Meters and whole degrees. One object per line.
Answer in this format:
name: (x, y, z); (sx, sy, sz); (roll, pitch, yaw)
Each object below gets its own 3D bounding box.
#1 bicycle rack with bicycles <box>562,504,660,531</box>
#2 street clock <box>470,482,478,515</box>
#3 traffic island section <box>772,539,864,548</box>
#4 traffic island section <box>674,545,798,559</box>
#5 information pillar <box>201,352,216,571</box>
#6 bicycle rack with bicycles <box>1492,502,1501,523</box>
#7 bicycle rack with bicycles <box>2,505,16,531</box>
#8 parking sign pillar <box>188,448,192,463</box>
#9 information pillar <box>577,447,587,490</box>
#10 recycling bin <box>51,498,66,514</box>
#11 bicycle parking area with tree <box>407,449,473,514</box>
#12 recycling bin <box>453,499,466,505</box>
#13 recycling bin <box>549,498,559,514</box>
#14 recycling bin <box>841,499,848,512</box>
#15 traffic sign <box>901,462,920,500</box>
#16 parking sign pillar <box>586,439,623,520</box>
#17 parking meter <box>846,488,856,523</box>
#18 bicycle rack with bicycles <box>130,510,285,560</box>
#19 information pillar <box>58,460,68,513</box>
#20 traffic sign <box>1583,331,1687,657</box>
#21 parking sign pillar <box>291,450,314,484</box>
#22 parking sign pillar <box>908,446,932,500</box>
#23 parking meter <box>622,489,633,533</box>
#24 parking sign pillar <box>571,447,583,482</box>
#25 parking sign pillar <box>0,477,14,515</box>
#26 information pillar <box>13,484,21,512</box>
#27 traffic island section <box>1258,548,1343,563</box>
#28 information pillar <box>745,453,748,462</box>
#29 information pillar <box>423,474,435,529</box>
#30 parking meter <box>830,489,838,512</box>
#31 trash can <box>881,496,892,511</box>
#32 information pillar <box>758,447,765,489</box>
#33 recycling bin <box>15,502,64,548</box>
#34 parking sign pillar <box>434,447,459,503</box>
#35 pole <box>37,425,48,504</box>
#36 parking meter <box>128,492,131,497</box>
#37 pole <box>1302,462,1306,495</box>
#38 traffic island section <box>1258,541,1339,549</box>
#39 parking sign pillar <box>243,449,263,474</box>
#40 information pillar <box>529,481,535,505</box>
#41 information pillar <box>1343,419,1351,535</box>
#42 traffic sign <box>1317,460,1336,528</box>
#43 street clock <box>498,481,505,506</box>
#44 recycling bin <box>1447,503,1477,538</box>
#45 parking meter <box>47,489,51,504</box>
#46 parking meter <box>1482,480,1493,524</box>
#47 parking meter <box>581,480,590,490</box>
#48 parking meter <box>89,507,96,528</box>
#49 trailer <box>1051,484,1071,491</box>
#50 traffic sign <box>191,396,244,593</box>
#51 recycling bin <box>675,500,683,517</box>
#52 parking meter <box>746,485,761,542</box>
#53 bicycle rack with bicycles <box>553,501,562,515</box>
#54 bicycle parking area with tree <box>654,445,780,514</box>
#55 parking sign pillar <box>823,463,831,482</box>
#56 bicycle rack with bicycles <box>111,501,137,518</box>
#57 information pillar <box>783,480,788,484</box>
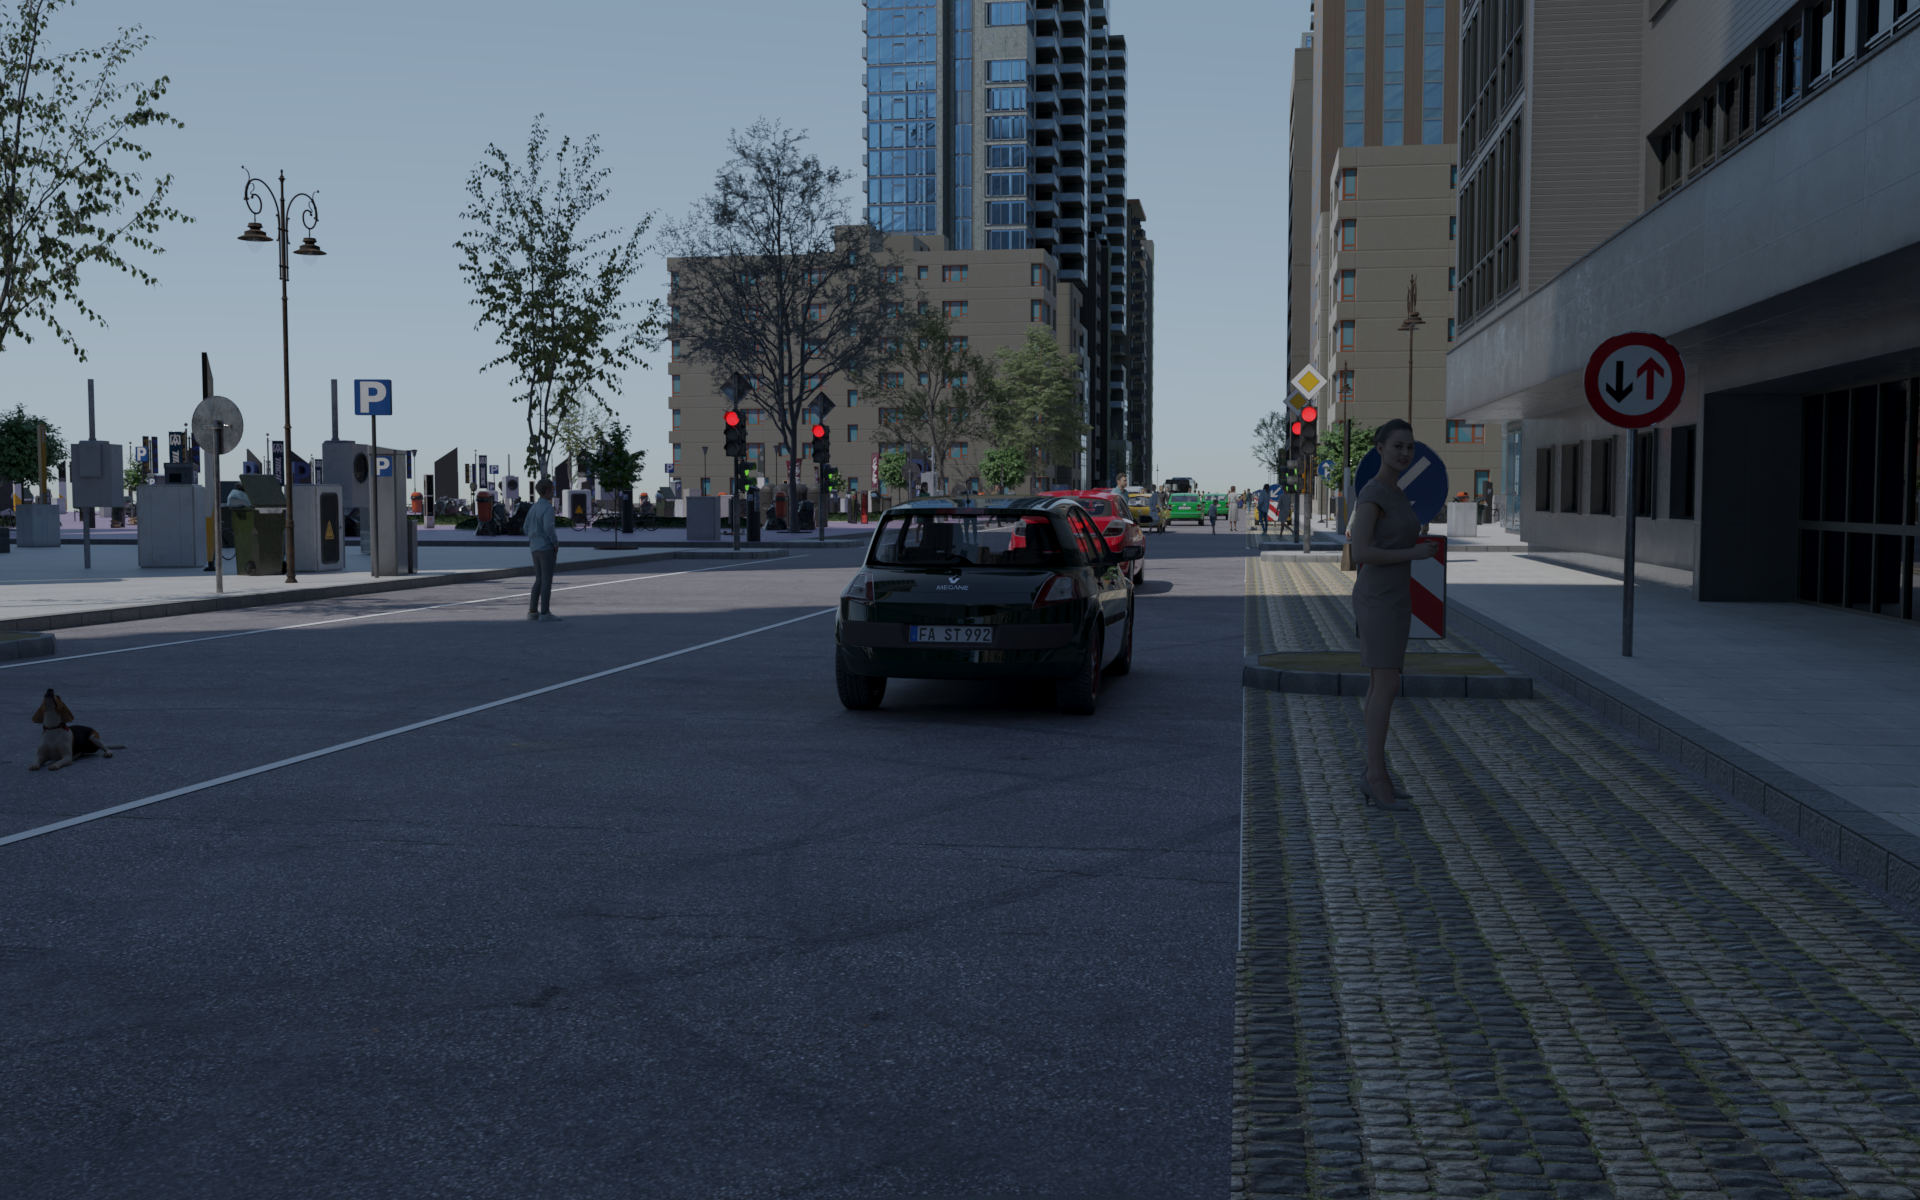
bicycle rack with bicycles: (-11.752, -2.869, 60.291); (2.925, 0.926, 2.852); (1, 4, 16)
street clock: (-30.136, -6.285, 107.334); (0.471, 2.002, 0.358); (2, 4, 32)
traffic island section: (-3.801, -1.535, 47.374); (2.009, 0.180, 2.903); (1, 4, 9)
traffic island section: (-5.106, -1.053, 39.496); (2.009, 0.180, 2.903); (1, 4, 9)
information pillar: (-12.499, -2.293, 28.853); (0.183, 3.616, 0.504); (-1, 4, -12)
bicycle rack with bicycles: (24.504, -3.848, 76.294); (2.925, 0.926, 2.852); (-2, 4, -33)
bicycle rack with bicycles: (-31.653, -2.643, 56.588); (2.852, 0.926, 2.925); (-1, 4, -11)
parking sign pillar: (-42.480, -6.503, 94.792); (1.447, 3.967, 1.447); (-3, 5, -40)
information pillar: (-18.934, -5.841, 86.850); (0.504, 3.616, 0.183); (1, 4, 16)
recycling bin: (-57.357, -5.963, 110.048); (0.722, 1.027, 0.722); (1, 4, 18)
bicycle parking area with tree: (-36.406, -7.730, 113.387); (9.016, 4.147, 8.231); (-1, 4, -23)
recycling bin: (-26.961, -4.922, 93.026); (0.722, 1.027, 0.722); (-2, 4, -29)
recycling bin: (-25.862, -5.942, 109.704); (0.722, 1.027, 0.722); (1, 4, 14)
recycling bin: (-6.271, -5.092, 95.808); (0.722, 1.027, 0.722); (-2, 4, -33)
traffic sign: (-1.967, -4.187, 68.568); (0.768, 2.556, 0.104); (1, 4, 14)
parking sign pillar: (-16.247, -5.627, 80.465); (1.447, 3.967, 1.447); (2, 4, 30)
parking meter: (-4.788, -4.163, 76.471); (0.372, 1.533, 0.369); (0, 3, 0)
bicycle rack with bicycles: (-13.595, -1.202, 33.040); (2.852, 0.926, 2.925); (0, 4, 4)
information pillar: (-60.539, -7.676, 116.860); (0.504, 3.616, 0.183); (-2, 4, -32)
traffic sign: (5.278, -0.827, 13.622); (0.768, 2.556, 0.104); (1, 4, 12)
parking sign pillar: (-39.806, -7.104, 104.618); (1.447, 3.967, 1.447); (3, 4, 38)
parking sign pillar: (-2.214, -6.582, 96.093); (1.447, 3.967, 1.447); (1, 4, 15)
parking meter: (-10.921, -2.964, 56.869); (0.372, 1.533, 0.369); (0, 3, 0)
parking sign pillar: (-21.211, -6.811, 99.830); (1.447, 3.967, 1.447); (3, 5, 41)
parking sign pillar: (-45.962, -5.778, 82.950); (1.447, 3.967, 1.447); (0, 4, 6)
information pillar: (-40.869, -5.127, 75.179); (0.183, 3.616, 0.504); (1, 4, 19)
traffic island section: (7.513, -0.925, 37.408); (2.009, 0.180, 2.903); (1, 4, 9)
information pillar: (-12.119, -6.545, 98.360); (0.183, 3.616, 0.504); (0, 4, -3)
information pillar: (-19.806, -3.677, 64.604); (0.304, 2.012, 0.304); (-2, 4, -34)
parking meter: (-6.231, -4.730, 85.750); (0.372, 1.533, 0.369); (0, 3, 0)
trash can: (-4.332, -5.535, 102.144); (0.748, 1.137, 0.748); (0, 3, 0)
information pillar: (-9.933, -5.833, 86.727); (0.504, 3.616, 0.183); (3, 5, 42)
recycling bin: (-22.331, -1.798, 41.955); (0.722, 1.027, 0.722); (2, 4, 32)
parking sign pillar: (-29.189, -6.727, 98.460); (1.447, 3.967, 1.447); (-1, 4, -13)
pole: (-27.078, -3.504, 51.136); (0.158, 3.312, 0.155); (0, 3, 0)
parking meter: (-59.026, -7.190, 123.269); (0.255, 1.863, 0.399); (-1, 4, -17)
pole: (21.721, -7.069, 109.429); (0.158, 3.312, 0.155); (0, 3, 0)
traffic island section: (8.818, -1.407, 45.286); (2.009, 0.180, 2.903); (1, 4, 9)
parking sign pillar: (-41.844, -6.975, 102.506); (1.447, 3.967, 1.447); (2, 4, 33)
information pillar: (-24.042, -5.680, 97.366); (0.304, 2.012, 0.304); (0, 4, -5)
information pillar: (12.113, -3.842, 54.177); (0.183, 3.616, 0.504); (0, 4, 0)
traffic sign: (13.844, -3.986, 65.272); (0.768, 2.556, 0.104); (1, 4, 11)
street clock: (-25.320, -5.590, 95.969); (0.358, 2.002, 0.471); (3, 5, 45)
recycling bin: (14.919, -2.380, 51.467); (0.722, 1.027, 0.722); (0, 4, 2)
parking meter: (-42.537, -4.420, 80.681); (0.372, 1.533, 0.369); (0, 3, 0)
parking meter: (22.697, -4.208, 74.515); (0.399, 1.863, 0.255); (-1, 4, -21)
parking meter: (-15.591, -4.059, 72.073); (0.399, 1.863, 0.255); (-1, 4, -14)
parking meter: (-32.654, -3.459, 64.966); (0.372, 1.533, 0.369); (0, 3, 0)
trailer: (6.034, -5.916, 103.769); (1.471, 1.999, 3.904); (1, 4, 10)
traffic sign: (-9.621, -1.365, 22.431); (0.768, 2.556, 0.104); (1, 4, 13)
recycling bin: (-12.744, -4.148, 80.370); (0.722, 1.027, 0.722); (-3, 5, -41)
parking meter: (-5.565, -2.340, 46.665); (0.372, 1.533, 0.369); (0, 3, 0)
bicycle rack with bicycles: (-21.060, -4.899, 93.473); (2.852, 0.926, 2.925); (0, 4, 2)
bicycle parking area with tree: (-13.188, -7.103, 103.130); (8.231, 4.147, 9.016); (3, 5, 42)
parking sign pillar: (-8.625, -7.516, 111.365); (1.447, 3.967, 1.447); (1, 4, 9)
bicycle rack with bicycles: (-43.569, -4.792, 91.731); (2.925, 0.926, 2.852); (2, 4, 26)
information pillar: (-9.111, -5.298, 91.122); (0.304, 2.012, 0.304); (1, 4, 22)
